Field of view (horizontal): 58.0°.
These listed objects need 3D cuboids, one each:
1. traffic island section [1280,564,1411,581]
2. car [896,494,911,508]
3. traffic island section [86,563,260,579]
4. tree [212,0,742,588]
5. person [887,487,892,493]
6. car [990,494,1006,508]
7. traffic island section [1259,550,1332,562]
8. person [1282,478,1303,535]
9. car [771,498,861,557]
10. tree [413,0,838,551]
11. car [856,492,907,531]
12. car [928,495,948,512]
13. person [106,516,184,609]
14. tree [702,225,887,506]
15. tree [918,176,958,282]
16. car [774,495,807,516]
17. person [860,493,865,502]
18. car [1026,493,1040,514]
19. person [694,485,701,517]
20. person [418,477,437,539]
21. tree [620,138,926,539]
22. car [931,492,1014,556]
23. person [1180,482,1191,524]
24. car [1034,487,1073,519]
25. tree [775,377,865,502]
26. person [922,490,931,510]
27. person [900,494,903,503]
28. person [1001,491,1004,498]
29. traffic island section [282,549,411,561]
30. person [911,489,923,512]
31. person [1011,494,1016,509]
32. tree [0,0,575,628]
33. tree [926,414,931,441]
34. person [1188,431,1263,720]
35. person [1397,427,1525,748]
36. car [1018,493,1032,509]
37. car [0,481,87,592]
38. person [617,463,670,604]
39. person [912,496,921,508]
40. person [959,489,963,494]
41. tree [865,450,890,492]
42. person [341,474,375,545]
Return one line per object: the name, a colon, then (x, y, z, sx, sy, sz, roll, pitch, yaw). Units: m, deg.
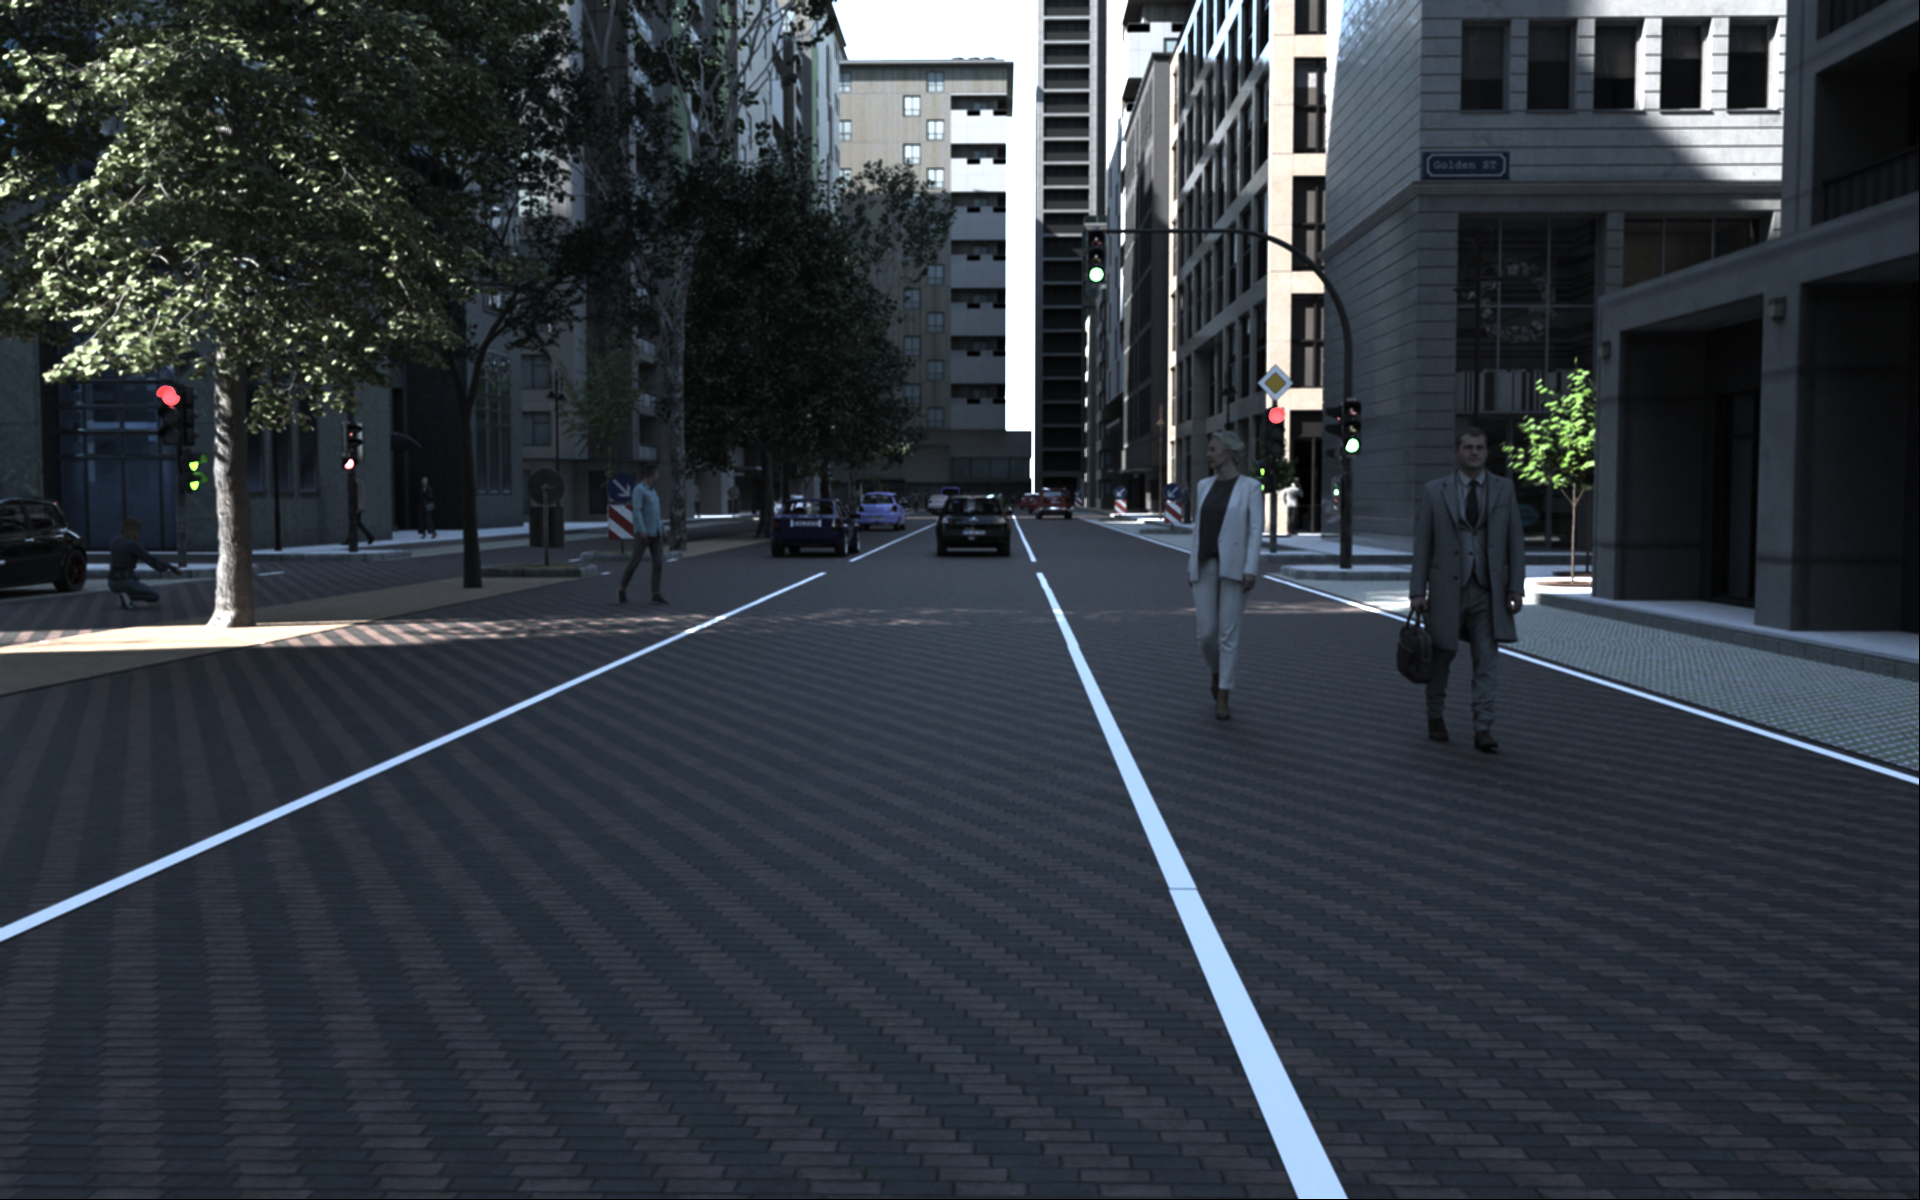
traffic island section: (6.670, -0.466, 29.893, 2.009, 0.180, 2.903, 0, 4, 1)
car: (-6.111, -10.247, 179.328, 2.131, 1.459, 4.920, 0, 4, 3)
traffic island section: (-13.665, -0.497, 30.406, 2.009, 0.180, 2.903, 0, 4, 1)
tree: (-7.381, -5.475, 26.380, 8.767, 10.594, 7.601, 0, 4, 1)
person: (-3.832, -5.069, 91.725, 0.374, 1.781, 0.599, -3, 5, -42)
car: (3.650, -10.187, 175.348, 1.959, 1.807, 4.718, 0, 4, 3)
traffic island section: (6.870, -0.954, 37.876, 2.009, 0.180, 2.903, 0, 4, 1)
person: (10.504, -2.965, 54.708, 0.473, 1.802, 0.592, -3, 5, -39)
car: (-3.373, -1.735, 40.941, 1.945, 1.354, 3.894, 0, 4, 3)
tree: (-8.236, -11.328, 43.557, 12.611, 20.169, 13.585, 0, 3, 0)
car: (-3.103, -3.607, 68.560, 1.945, 1.707, 3.694, 0, 4, 3)
car: (-1.639, -7.858, 140.836, 2.083, 1.381, 4.827, 0, 4, 2)
person: (-10.512, -0.487, 21.957, 1.012, 1.151, 0.738, 2, 4, 24)
tree: (-6.665, -8.849, 65.271, 7.486, 12.596, 7.792, 0, 3, 0)
tree: (-6.843, -14.236, 91.110, 12.611, 20.169, 13.585, 0, 3, 0)
car: (-9.244, -5.105, 95.828, 2.083, 1.381, 4.827, 0, 4, 2)
person: (-10.167, -10.465, 180.273, 0.621, 1.740, 0.551, 3, 4, 37)
car: (5.898, -7.169, 126.250, 2.155, 1.783, 4.494, 0, 4, 2)
person: (-14.709, -5.484, 95.888, 0.709, 1.800, 0.728, 2, 4, 29)
person: (-15.402, -2.659, 49.932, 0.576, 1.772, 0.534, 1, 4, 12)
tree: (-6.220, -8.328, 55.620, 9.611, 12.733, 9.660, 0, 3, 0)
car: (0.303, -1.933, 41.398, 2.009, 1.686, 4.222, 0, 4, 0)
person: (9.631, -4.157, 74.183, 0.590, 1.801, 0.661, 0, 4, 0)
car: (5.470, -5.662, 101.240, 2.281, 1.827, 5.304, 0, 4, 1)
tree: (-6.440, -7.269, 71.676, 4.737, 8.622, 4.395, 0, 3, 0)
person: (-2.853, -8.759, 151.726, 1.348, 1.823, 0.705, -3, 4, -38)
person: (-5.259, -8.702, 154.008, 0.599, 1.433, 0.991, 0, 4, -2)
person: (4.501, -10.986, 188.252, 0.705, 1.807, 1.348, -2, 4, -26)
traffic island section: (-13.464, -0.985, 38.388, 2.009, 0.180, 2.903, 0, 4, 1)
person: (-3.543, -8.091, 140.782, 1.348, 1.824, 0.705, -3, 5, -43)
person: (5.061, -9.262, 163.165, 0.421, 1.427, 0.697, -2, 4, -24)
tree: (-7.886, -5.997, 18.643, 7.486, 12.596, 7.792, 0, 3, 0)
tree: (-6.230, -9.785, 79.448, 9.611, 12.733, 9.660, 0, 3, 0)
person: (1.733, -0.179, 11.302, 0.514, 1.842, 0.818, 1, 4, 17)
person: (2.870, -0.078, 9.875, 0.694, 1.812, 0.767, 1, 4, 8)
car: (6.550, -9.406, 162.831, 2.155, 1.783, 4.494, 0, 4, 1)
car: (-13.690, -0.857, 23.805, 2.009, 1.686, 4.222, 0, 4, 0)
person: (-4.120, -0.874, 22.645, 0.748, 1.841, 0.638, 2, 4, 32)
person: (-4.476, -10.139, 174.820, 0.990, 1.755, 0.434, 0, 4, 2)
person: (0.146, -7.883, 137.346, 0.705, 1.831, 1.348, -3, 5, -41)
tree: (-5.650, -9.014, 100.193, 4.737, 8.622, 4.395, 0, 3, 0)
person: (-15.245, -2.314, 43.783, 0.836, 1.842, 0.656, -1, 4, -19)
